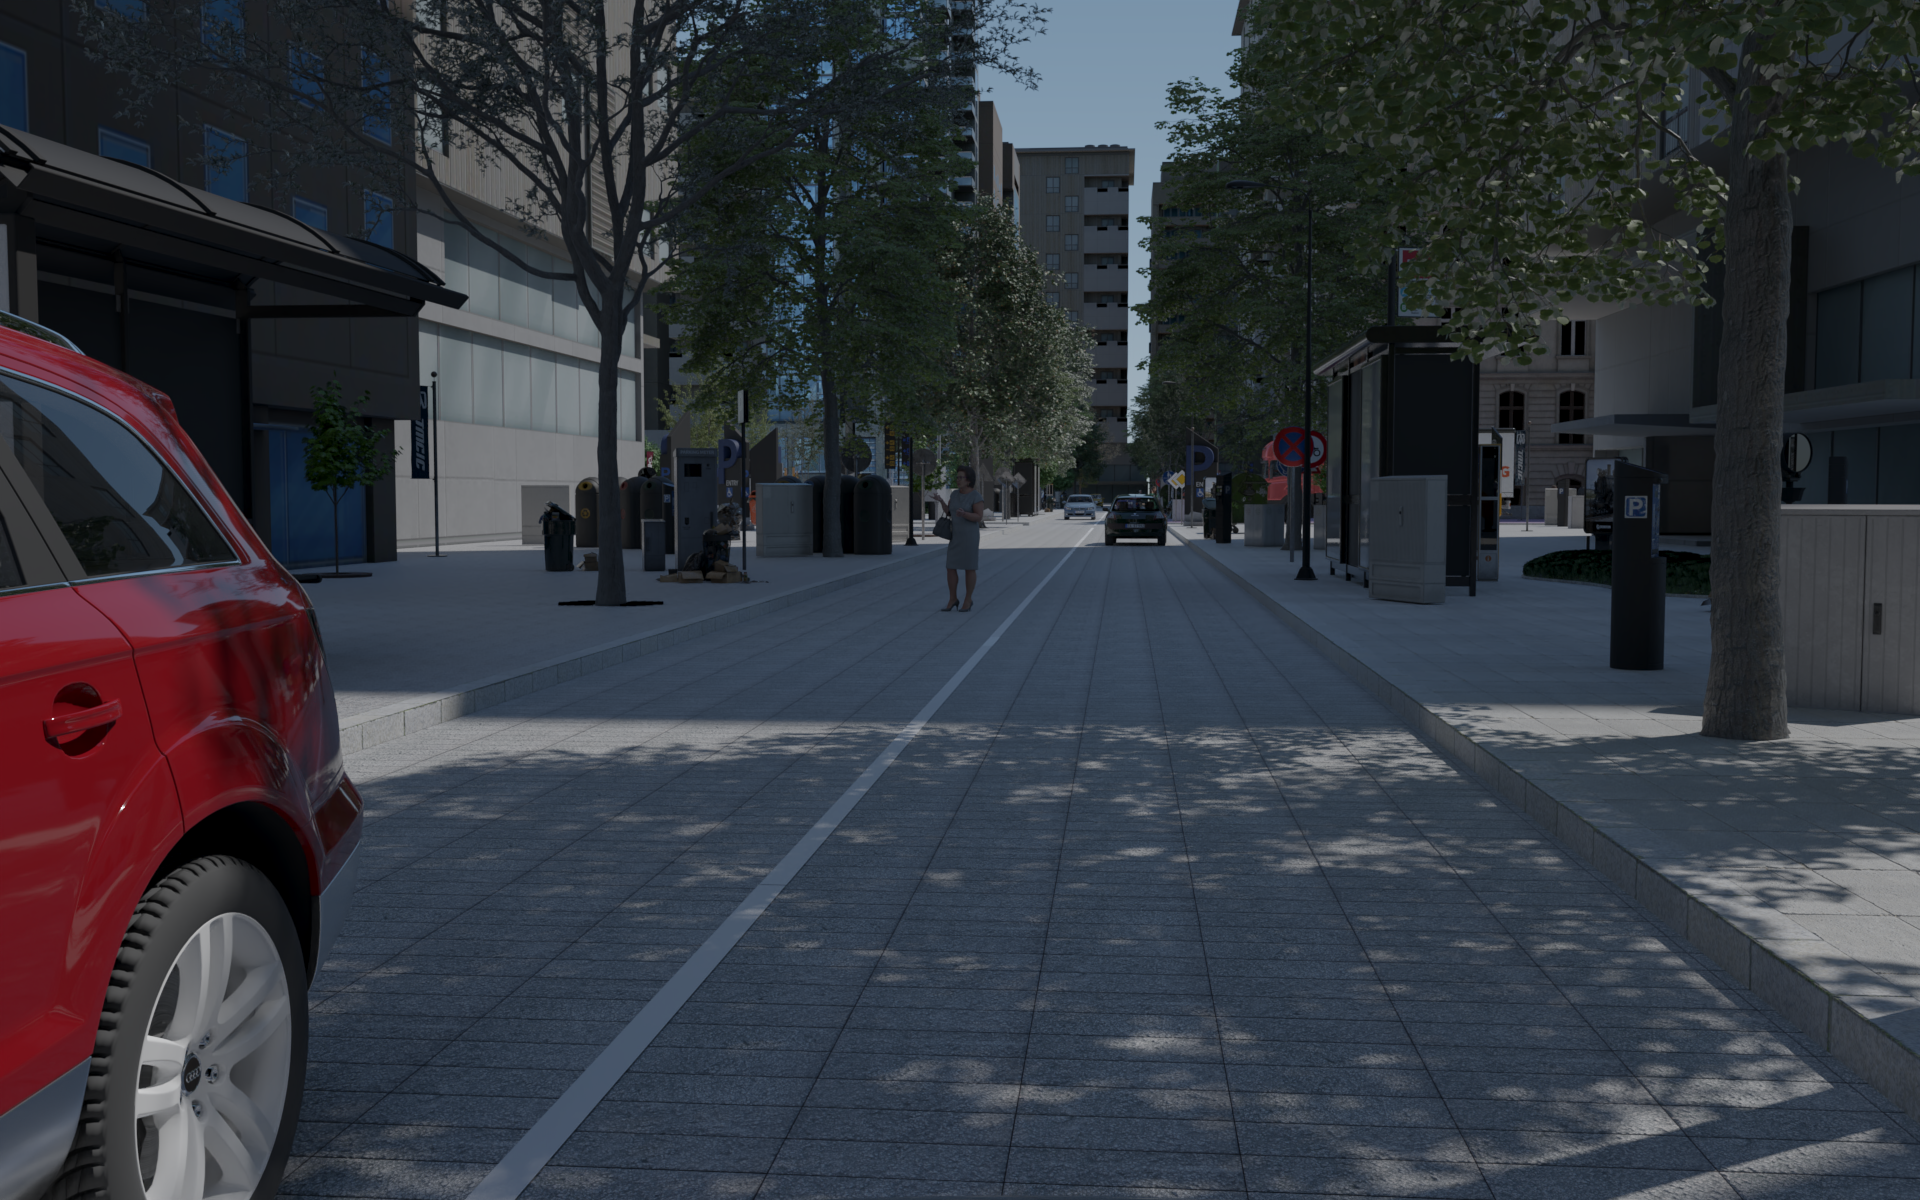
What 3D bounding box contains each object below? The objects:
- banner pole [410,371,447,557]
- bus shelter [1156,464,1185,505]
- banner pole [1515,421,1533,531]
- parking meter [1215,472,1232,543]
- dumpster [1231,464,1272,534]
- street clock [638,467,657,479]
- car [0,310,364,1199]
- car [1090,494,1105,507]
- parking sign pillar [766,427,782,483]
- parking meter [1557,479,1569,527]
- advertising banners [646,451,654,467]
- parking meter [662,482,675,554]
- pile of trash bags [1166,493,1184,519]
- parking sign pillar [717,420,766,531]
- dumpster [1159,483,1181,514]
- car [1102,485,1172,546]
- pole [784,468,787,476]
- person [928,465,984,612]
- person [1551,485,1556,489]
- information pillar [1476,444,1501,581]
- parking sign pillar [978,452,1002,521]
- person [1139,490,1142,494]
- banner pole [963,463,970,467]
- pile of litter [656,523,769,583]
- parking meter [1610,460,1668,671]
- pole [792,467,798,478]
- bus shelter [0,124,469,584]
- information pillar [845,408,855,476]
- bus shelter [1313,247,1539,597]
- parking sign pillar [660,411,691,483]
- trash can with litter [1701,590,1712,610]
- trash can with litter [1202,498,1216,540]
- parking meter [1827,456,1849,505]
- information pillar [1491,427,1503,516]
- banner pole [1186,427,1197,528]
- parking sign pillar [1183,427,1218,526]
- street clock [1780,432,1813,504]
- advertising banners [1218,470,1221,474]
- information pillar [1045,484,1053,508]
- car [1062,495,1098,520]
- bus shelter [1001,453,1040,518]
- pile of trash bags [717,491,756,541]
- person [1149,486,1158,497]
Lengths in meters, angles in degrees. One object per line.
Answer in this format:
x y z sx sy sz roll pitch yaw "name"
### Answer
-10.845 -2.764 35.217 0.401 3.779 0.863 2 4 32 "banner pole"
14.452 -7.594 118.086 2.014 3.302 5.546 0 4 5 "bus shelter"
19.432 -4.264 59.733 0.401 3.779 0.863 -2 4 -24 "banner pole"
6.864 -2.410 45.117 0.399 1.863 0.255 -3 5 -39 "parking meter"
9.421 -3.324 56.844 1.502 2.255 1.985 0 4 6 "dumpster"
-8.328 -2.546 46.205 0.471 2.002 0.358 -2 4 -29 "street clock"
-2.412 0.429 1.662 2.281 1.827 5.304 0 4 3 "car"
14.558 -10.768 186.281 2.015 1.641 3.980 0 4 6 "car"
-7.883 -5.015 70.470 1.447 3.967 1.447 2 4 29 "parking sign pillar"
23.650 -3.806 67.938 0.255 1.863 0.399 -2 4 -31 "parking meter"
-12.924 -4.513 69.982 0.090 3.025 2.074 1 4 23 "advertising banners"
-6.165 -1.749 37.001 0.372 1.533 0.369 0 3 0 "parking meter"
11.628 -4.892 89.743 1.912 1.369 3.447 0 4 3 "pile of trash bags"
-7.969 -4.439 61.052 1.447 3.967 1.447 -3 5 -44 "parking sign pillar"
13.646 -6.696 111.973 1.502 2.255 1.985 0 4 5 "dumpster"
5.046 -2.426 49.457 2.009 1.686 4.222 0 4 7 "car"
-13.594 -8.641 135.125 0.158 3.312 0.155 0 3 0 "pole"
-0.078 -0.747 21.076 0.716 1.782 0.532 3 4 38 "person"
24.636 -3.866 71.959 0.529 1.795 0.600 0 4 -1 "person"
7.779 -1.286 25.516 0.304 2.012 0.304 1 4 11 "information pillar"
1.009 -5.744 82.382 1.447 3.967 1.447 3 5 40 "parking sign pillar"
15.127 -8.372 145.862 0.515 1.767 0.782 1 4 17 "person"
0.382 -5.559 80.905 0.863 3.779 0.401 0 4 6 "banner pole"
-3.629 -0.689 25.229 1.719 0.858 1.176 3 4 37 "pile of litter"
4.986 -0.263 12.718 0.372 1.533 0.369 0 3 0 "parking meter"
-12.646 -8.437 131.792 0.158 3.312 0.155 0 3 0 "pole"
-5.193 -1.060 11.260 2.014 3.302 5.546 0 4 5 "bus shelter"
-2.992 -3.414 47.177 0.183 3.616 0.504 -2 4 -29 "information pillar"
6.522 -2.946 25.795 2.179 5.291 8.768 0 4 5 "bus shelter"
-9.081 -4.086 55.271 1.447 3.967 1.447 1 4 19 "parking sign pillar"
8.496 -0.436 18.516 1.055 1.170 0.624 3 5 43 "trash can with litter"
7.275 -2.311 49.175 0.624 1.170 1.055 -1 4 -14 "trash can with litter"
13.699 -1.305 27.054 0.255 1.863 0.399 2 4 31 "parking meter"
18.534 -4.192 59.886 0.183 3.616 0.504 -2 4 -25 "information pillar"
8.746 -4.603 65.282 0.401 3.779 0.863 0 4 6 "banner pole"
9.661 -4.944 69.302 1.447 3.967 1.447 1 4 16 "parking sign pillar"
9.808 -0.974 20.499 0.471 2.002 0.358 -1 4 -22 "street clock"
18.795 -8.004 127.058 0.090 3.025 2.074 0 4 -8 "advertising banners"
6.612 -7.520 127.447 0.304 2.012 0.304 -2 4 -34 "information pillar"
6.750 -5.210 97.182 2.014 1.417 4.499 0 4 5 "car"
3.464 -7.410 98.782 2.179 5.291 8.768 0 4 6 "bus shelter"
-6.539 -2.305 47.441 3.447 1.369 1.912 2 4 35 "pile of trash bags"
8.956 -4.363 80.082 0.600 1.795 0.529 -2 4 -35 "person"
